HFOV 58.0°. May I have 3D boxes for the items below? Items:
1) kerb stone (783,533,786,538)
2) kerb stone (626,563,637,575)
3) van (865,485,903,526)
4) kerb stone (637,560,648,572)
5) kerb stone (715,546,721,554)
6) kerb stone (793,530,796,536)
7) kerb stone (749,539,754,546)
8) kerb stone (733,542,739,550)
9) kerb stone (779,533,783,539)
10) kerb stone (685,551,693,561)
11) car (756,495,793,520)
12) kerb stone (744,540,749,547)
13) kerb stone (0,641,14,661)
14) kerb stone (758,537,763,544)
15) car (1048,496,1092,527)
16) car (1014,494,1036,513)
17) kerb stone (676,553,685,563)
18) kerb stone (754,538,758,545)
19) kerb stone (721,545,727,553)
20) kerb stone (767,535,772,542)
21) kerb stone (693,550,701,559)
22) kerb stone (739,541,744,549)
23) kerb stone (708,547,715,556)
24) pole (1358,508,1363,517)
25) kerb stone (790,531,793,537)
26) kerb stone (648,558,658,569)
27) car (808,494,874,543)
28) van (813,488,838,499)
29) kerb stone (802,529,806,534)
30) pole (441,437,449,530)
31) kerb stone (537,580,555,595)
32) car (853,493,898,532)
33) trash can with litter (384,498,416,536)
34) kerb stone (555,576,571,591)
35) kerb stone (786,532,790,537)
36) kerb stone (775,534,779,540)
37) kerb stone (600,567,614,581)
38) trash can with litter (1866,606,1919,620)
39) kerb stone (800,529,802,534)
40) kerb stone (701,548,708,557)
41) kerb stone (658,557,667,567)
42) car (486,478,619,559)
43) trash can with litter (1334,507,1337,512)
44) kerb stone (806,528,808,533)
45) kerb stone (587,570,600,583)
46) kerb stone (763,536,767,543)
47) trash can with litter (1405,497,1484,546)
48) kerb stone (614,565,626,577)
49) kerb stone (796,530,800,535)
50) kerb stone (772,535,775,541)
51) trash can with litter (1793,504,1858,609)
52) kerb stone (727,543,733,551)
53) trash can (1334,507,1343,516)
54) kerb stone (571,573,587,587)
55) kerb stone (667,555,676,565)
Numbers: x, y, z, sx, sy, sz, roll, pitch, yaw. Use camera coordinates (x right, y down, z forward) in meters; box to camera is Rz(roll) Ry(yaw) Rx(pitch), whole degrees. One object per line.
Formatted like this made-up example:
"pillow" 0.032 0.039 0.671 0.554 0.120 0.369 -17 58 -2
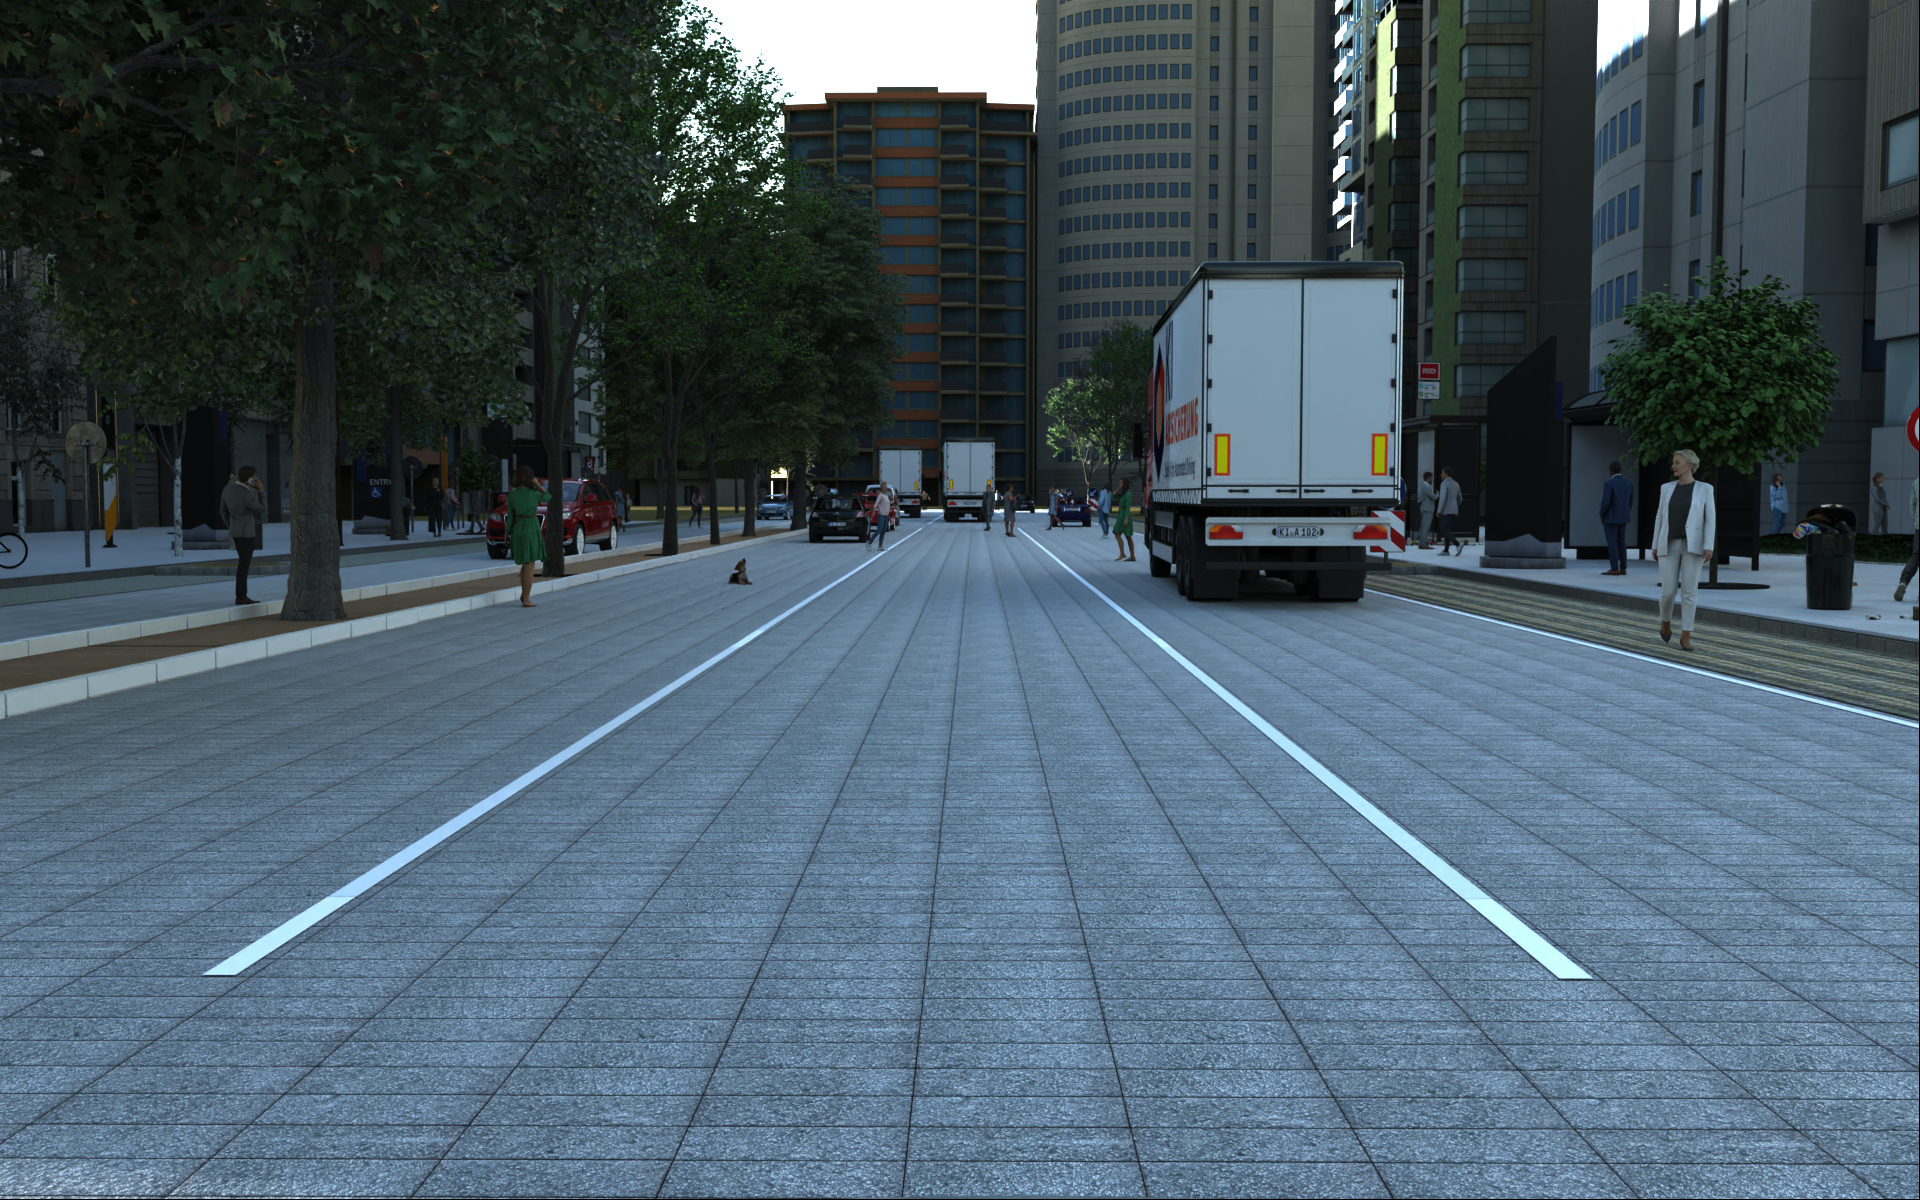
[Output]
"kerb stone" -5.779 -2.048 55.718 0.120 0.150 1.000 0 4 1
"kerb stone" -5.998 -0.544 31.113 0.120 0.150 1.000 0 4 1
"van" -3.604 -4.416 79.209 2.013 2.044 4.112 0 4 -1
"kerb stone" -5.995 -0.607 32.142 0.120 0.150 1.000 0 4 1
"kerb stone" -5.909 -1.173 41.368 0.120 0.150 1.000 0 4 1
"kerb stone" -5.752 -2.235 58.789 0.120 0.150 1.000 0 4 1
"kerb stone" -5.850 -1.549 47.515 0.120 0.150 1.000 0 4 1
"kerb stone" -5.877 -1.356 44.444 0.120 0.150 1.000 0 4 1
"kerb stone" -5.788 -1.988 54.696 0.120 0.150 1.000 0 4 1
"kerb stone" -5.946 -0.921 37.261 0.120 0.150 1.000 0 4 1
"car" -10.292 -5.212 97.216 2.014 1.417 4.499 0 4 2
"kerb stone" -5.862 -1.486 46.488 0.120 0.150 1.000 0 4 1
"kerb stone" -8.247 0.465 14.706 0.120 0.150 1.000 0 4 1
"kerb stone" -5.827 -1.675 49.576 0.120 0.150 1.000 0 4 1
"car" 4.887 -3.928 76.808 1.945 1.354 3.894 0 4 1
"car" 4.744 -7.402 130.803 2.009 1.686 4.222 0 3 0
"kerb stone" -5.953 -0.855 36.239 0.120 0.150 1.000 0 4 1
"kerb stone" -5.844 -1.612 48.544 0.120 0.150 1.000 0 4 1
"kerb stone" -5.898 -1.230 42.398 0.120 0.150 1.000 0 4 1
"kerb stone" -5.806 -1.794 51.627 0.120 0.150 1.000 0 4 1
"kerb stone" -5.933 -0.985 38.298 0.120 0.150 1.000 0 4 1
"kerb stone" -5.865 -1.423 45.466 0.120 0.150 1.000 0 4 1
"kerb stone" -5.909 -1.110 40.346 0.120 0.150 1.000 0 4 1
"pole" 14.189 -4.120 61.210 0.158 3.312 0.155 0 3 0
"kerb stone" -5.757 -2.176 57.766 0.120 0.150 1.000 0 4 1
"kerb stone" -5.986 -0.671 33.171 0.120 0.150 1.000 0 4 1
"car" -3.604 -2.599 52.276 2.009 1.686 4.222 0 4 -1
"van" -9.846 -7.413 128.212 2.013 2.044 4.112 0 4 2
"kerb stone" -5.716 -2.426 61.855 0.120 0.150 1.000 0 4 1
"pole" -18.335 -4.149 61.672 0.158 3.312 0.155 0 3 0
"kerb stone" -6.060 -0.168 24.952 0.120 0.150 1.000 0 4 1
"car" -3.508 -3.555 67.171 2.155 1.783 4.494 0 4 2
"trash can with litter" -17.151 -2.543 52.962 0.624 1.170 1.055 1 4 9
"kerb stone" -6.047 -0.226 25.981 0.120 0.150 1.000 0 4 1
"kerb stone" -5.771 -2.113 56.741 0.120 0.150 1.000 0 4 1
"kerb stone" -5.797 -1.922 53.671 0.120 0.150 1.000 0 4 1
"kerb stone" -6.012 -0.420 29.067 0.120 0.150 1.000 0 4 1
"trash can with litter" 10.296 -0.376 17.199 2.233 1.210 1.678 3 5 39
"kerb stone" -5.735 -2.363 60.833 0.120 0.150 1.000 0 4 1
"kerb stone" -5.924 -1.047 39.320 0.120 0.150 1.000 0 4 1
"kerb stone" -5.977 -0.734 34.194 0.120 0.150 1.000 0 4 1
"car" -9.327 -1.913 39.953 2.281 1.827 5.304 0 4 2
"trash can with litter" 13.817 -3.331 65.847 0.624 1.170 1.055 -3 5 -41
"kerb stone" -5.713 -2.487 62.878 0.120 0.150 1.000 0 4 1
"kerb stone" -6.036 -0.352 28.038 0.120 0.150 1.000 0 4 1
"kerb stone" -5.819 -1.737 50.598 0.120 0.150 1.000 0 4 1
"trash can with litter" 11.996 -1.972 43.297 2.233 1.210 1.678 0 4 6
"kerb stone" -6.013 -0.483 30.091 0.120 0.150 1.000 0 4 1
"kerb stone" -5.732 -2.301 59.811 0.120 0.150 1.000 0 4 1
"kerb stone" -5.804 -1.861 52.649 0.120 0.150 1.000 0 4 1
"trash can with litter" 9.765 -0.496 19.503 0.624 1.170 1.055 2 4 30
"kerb stone" -5.890 -1.298 43.422 0.120 0.150 1.000 0 4 1
"trash can" 12.205 -2.735 56.373 0.748 1.137 0.748 0 3 0
"kerb stone" -6.038 -0.295 27.015 0.120 0.150 1.000 0 4 1
"kerb stone" -5.967 -0.794 35.216 0.120 0.150 1.000 0 4 1
